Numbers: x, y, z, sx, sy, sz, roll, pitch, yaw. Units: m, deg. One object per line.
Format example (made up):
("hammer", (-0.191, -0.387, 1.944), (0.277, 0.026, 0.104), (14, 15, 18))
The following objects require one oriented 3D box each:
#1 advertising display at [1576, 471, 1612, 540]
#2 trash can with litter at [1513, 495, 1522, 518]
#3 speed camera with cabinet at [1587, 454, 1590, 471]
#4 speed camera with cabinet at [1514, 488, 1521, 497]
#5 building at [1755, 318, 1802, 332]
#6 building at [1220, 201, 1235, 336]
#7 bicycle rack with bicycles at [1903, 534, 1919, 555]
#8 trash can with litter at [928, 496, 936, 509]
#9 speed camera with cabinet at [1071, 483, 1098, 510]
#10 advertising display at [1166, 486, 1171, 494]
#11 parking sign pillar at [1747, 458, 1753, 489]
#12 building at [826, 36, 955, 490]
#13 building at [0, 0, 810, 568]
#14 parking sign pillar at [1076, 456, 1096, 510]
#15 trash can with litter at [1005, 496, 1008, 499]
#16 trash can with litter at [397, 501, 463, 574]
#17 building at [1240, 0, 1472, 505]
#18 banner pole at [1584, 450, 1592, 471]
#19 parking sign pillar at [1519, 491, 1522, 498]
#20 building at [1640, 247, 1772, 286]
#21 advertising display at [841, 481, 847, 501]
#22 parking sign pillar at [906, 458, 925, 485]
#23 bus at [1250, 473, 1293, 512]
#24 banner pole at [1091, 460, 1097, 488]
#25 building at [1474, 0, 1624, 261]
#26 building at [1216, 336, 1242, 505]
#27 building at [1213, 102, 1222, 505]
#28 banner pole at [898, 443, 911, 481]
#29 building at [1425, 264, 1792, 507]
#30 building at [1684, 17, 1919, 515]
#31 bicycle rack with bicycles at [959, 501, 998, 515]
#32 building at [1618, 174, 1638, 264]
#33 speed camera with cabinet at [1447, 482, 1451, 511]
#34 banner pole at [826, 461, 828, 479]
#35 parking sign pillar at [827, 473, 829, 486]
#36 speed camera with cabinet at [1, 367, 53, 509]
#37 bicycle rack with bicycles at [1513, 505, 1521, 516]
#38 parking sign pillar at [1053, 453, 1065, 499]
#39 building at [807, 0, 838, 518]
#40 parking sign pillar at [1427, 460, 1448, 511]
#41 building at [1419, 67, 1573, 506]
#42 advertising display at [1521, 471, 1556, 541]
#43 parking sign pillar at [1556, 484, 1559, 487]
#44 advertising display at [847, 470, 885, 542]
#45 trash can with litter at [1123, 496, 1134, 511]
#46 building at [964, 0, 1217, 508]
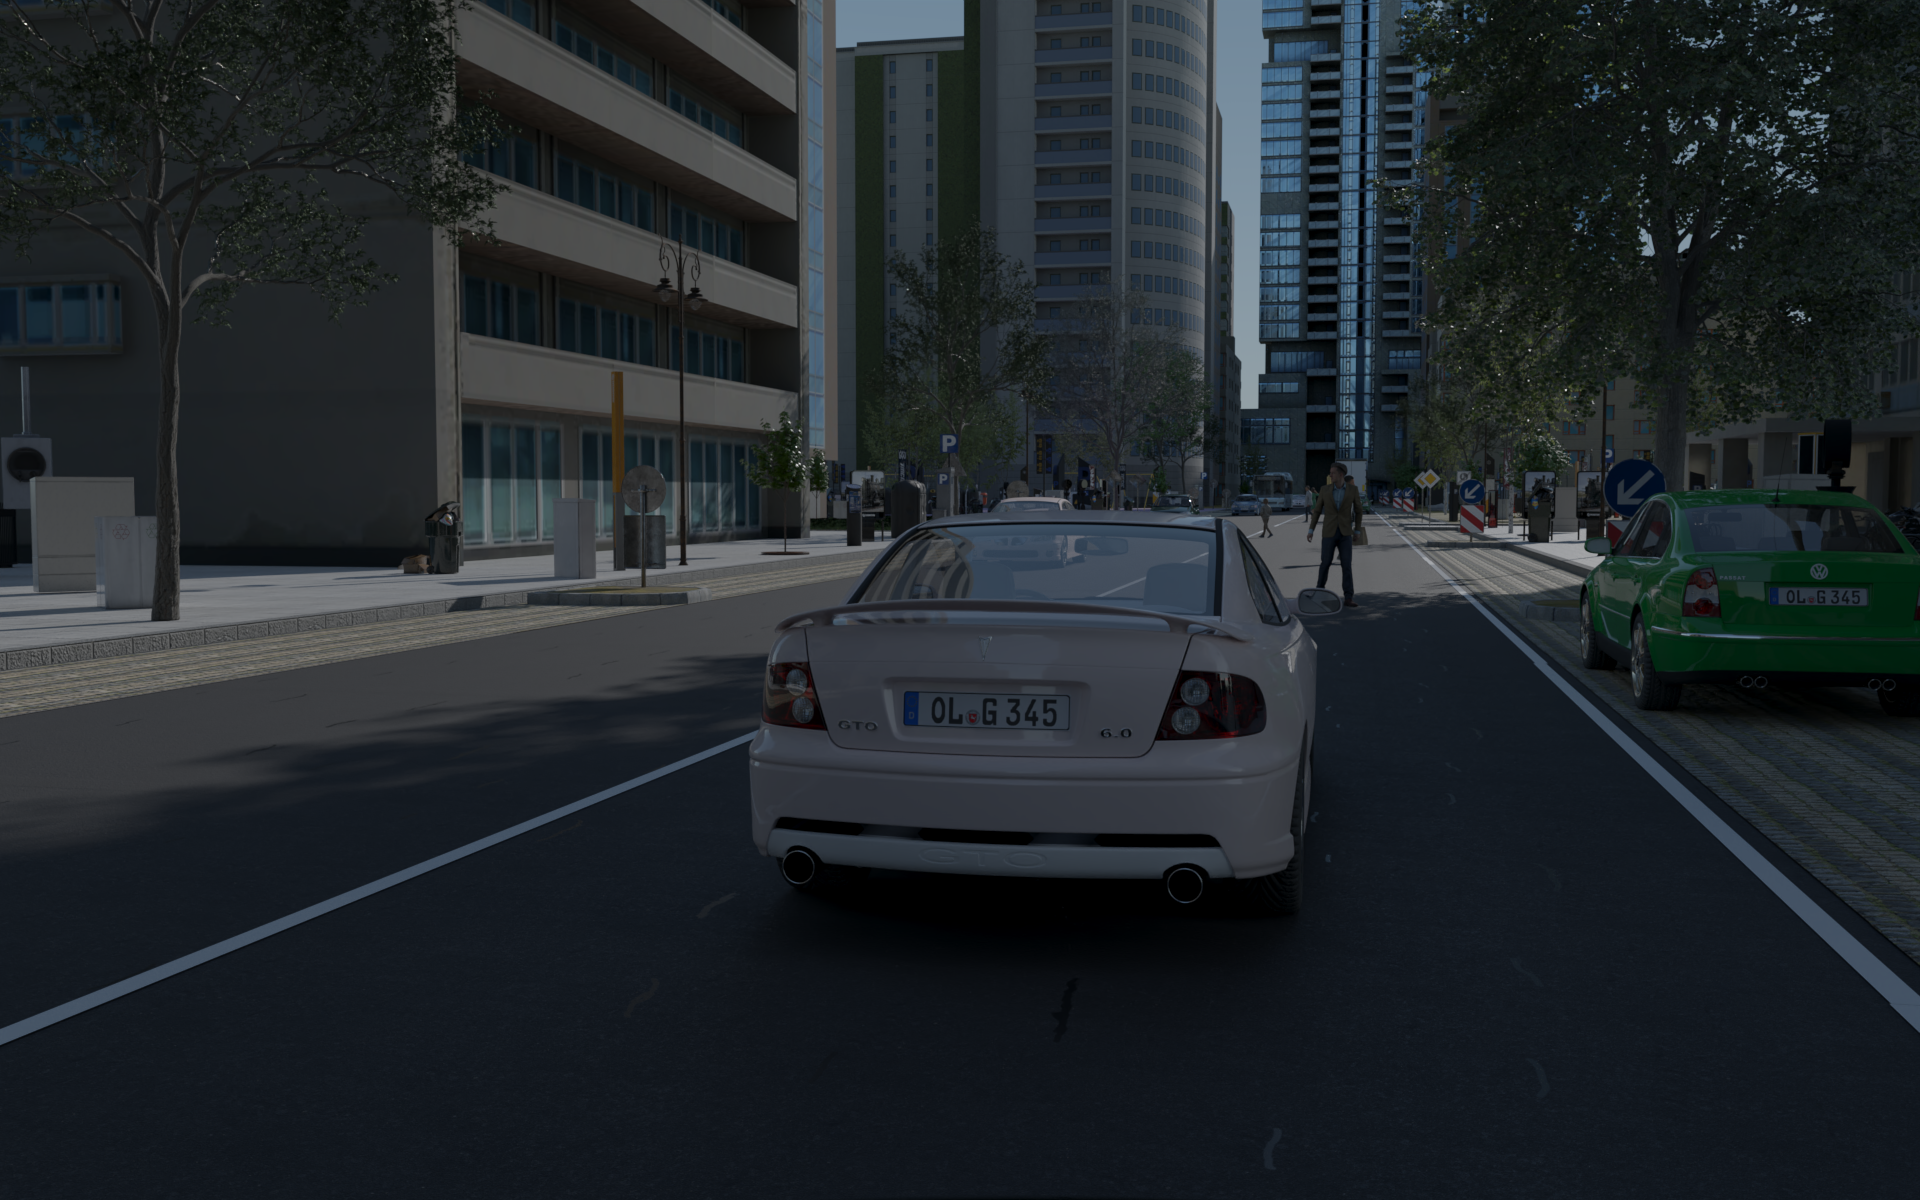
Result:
("advertising display", (17.521, -2.610, 47.881), (0.123, 1.923, 0.974), (-3, 5, -44))
("trash can with litter", (30.166, -4.955, 92.073), (2.233, 1.210, 1.678), (1, 4, 18))
("speed camera with cabinet", (31.204, -5.562, 85.270), (0.660, 3.252, 2.038), (1, 4, 13))
("speed camera with cabinet", (42.553, -8.275, 129.632), (2.038, 3.252, 0.660), (2, 4, 32))
("building", (108.091, -21.423, 195.307), (28.899, 21.520, 27.650), (1, 4, 13))
("building", (31.274, -34.335, 244.968), (14.086, 41.232, 14.154), (1, 4, 13))
("bicycle rack with bicycles", (15.053, -0.934, 28.651), (2.852, 0.926, 2.925), (-1, 4, -14))
("trash can with litter", (-1.168, -4.967, 92.600), (0.624, 1.170, 1.055), (2, 4, 35))
("speed camera with cabinet", (9.499, -8.430, 132.168), (2.038, 3.252, 0.660), (2, 4, 24))
("advertising display", (15.994, -7.868, 133.851), (0.123, 1.923, 0.974), (3, 5, 40))
("parking sign pillar", (49.135, -7.340, 108.476), (1.447, 3.967, 1.447), (0, 4, 1))
("building", (-8.650, -41.720, 224.127), (28.212, 58.520, 21.231), (1, 4, 13))
("building", (-17.086, -25.531, 41.141), (21.300, 48.544, 21.600), (1, 4, 13))
("parking sign pillar", (9.049, -8.276, 123.789), (1.447, 3.967, 1.447), (1, 4, 17))
("trash can with litter", (4.334, -8.666, 153.075), (1.055, 1.170, 0.624), (-3, 5, -41))
("trash can with litter", (-8.547, -1.009, 27.879), (1.055, 1.170, 0.624), (1, 4, 11))
("building", (54.261, -56.901, 242.996), (31.000, 86.520, 22.319), (1, 4, 13))
("banner pole", (35.380, -6.578, 97.574), (0.401, 3.779, 0.863), (-1, 4, -14))
("parking sign pillar", (46.832, -9.451, 142.994), (1.447, 3.967, 1.447), (0, 4, 2))
("building", (88.747, -26.618, 206.905), (14.107, 30.474, 14.160), (1, 4, 13))
("advertising display", (-5.337, -4.783, 83.409), (0.974, 1.923, 0.123), (2, 4, 35))
("parking sign pillar", (-3.366, -8.762, 131.737), (1.447, 3.967, 1.447), (1, 4, 22))
("bus", (26.154, -9.162, 144.656), (2.948, 3.499, 13.247), (1, 4, 14))
("banner pole", (10.000, -8.494, 128.894), (0.401, 3.779, 0.863), (3, 5, 40))
("building", (65.054, -54.375, 201.701), (22.319, 86.520, 31.000), (1, 4, 13))
("building", (19.579, -22.698, 216.147), (28.899, 21.520, 27.650), (1, 4, 13))
("building", (21.117, -33.024, 190.058), (14.600, 45.320, 14.200), (1, 4, 13))
("banner pole", (-2.687, -5.809, 84.987), (0.863, 3.779, 0.401), (-2, 4, -31))
("building", (58.063, -19.266, 160.039), (27.650, 21.520, 28.899), (1, 4, 13))
("building", (35.219, -21.294, 40.035), (32.217, 40.220, 23.993), (1, 4, 13))
("bicycle rack with bicycles", (1.115, -4.812, 92.055), (2.852, 0.926, 2.925), (0, 4, -4))
("building", (79.983, -37.571, 237.980), (21.600, 48.544, 21.300), (1, 4, 13))
("speed camera with cabinet", (37.427, -8.499, 133.289), (0.660, 3.252, 2.038), (2, 4, 23))
("banner pole", (-10.088, -8.645, 131.365), (0.401, 3.779, 0.863), (0, 4, -3))
("parking sign pillar", (-11.007, -9.083, 136.972), (1.447, 3.967, 1.447), (-1, 4, -14))
("speed camera with cabinet", (-15.080, -1.971, 26.566), (2.038, 3.252, 0.660), (-2, 4, -25))
("bicycle rack with bicycles", (31.745, -5.390, 101.504), (2.852, 0.926, 2.925), (0, 4, 1))
("parking sign pillar", (6.482, -7.656, 113.655), (1.447, 3.967, 1.447), (1, 4, 20))
("building", (-13.644, -25.507, 67.148), (14.200, 45.320, 14.600), (1, 4, 13))
("parking sign pillar", (35.494, -8.573, 128.636), (1.447, 3.967, 1.447), (0, 4, -1))
("building", (55.932, -32.523, 181.858), (14.600, 45.320, 14.200), (1, 4, 13))
("advertising display", (15.897, -2.592, 47.593), (0.974, 1.923, 0.123), (-1, 4, -13))
("parking sign pillar", (33.268, -6.710, 98.185), (1.447, 3.967, 1.447), (-3, 4, -39))
("advertising display", (-2.492, -2.534, 46.642), (0.974, 1.923, 0.123), (-1, 4, -22))
("trash can with litter", (9.655, -5.239, 97.046), (1.055, 1.170, 0.624), (3, 5, 41))
("building", (13.262, -38.367, 169.305), (21.231, 58.520, 28.212), (1, 4, 13))
